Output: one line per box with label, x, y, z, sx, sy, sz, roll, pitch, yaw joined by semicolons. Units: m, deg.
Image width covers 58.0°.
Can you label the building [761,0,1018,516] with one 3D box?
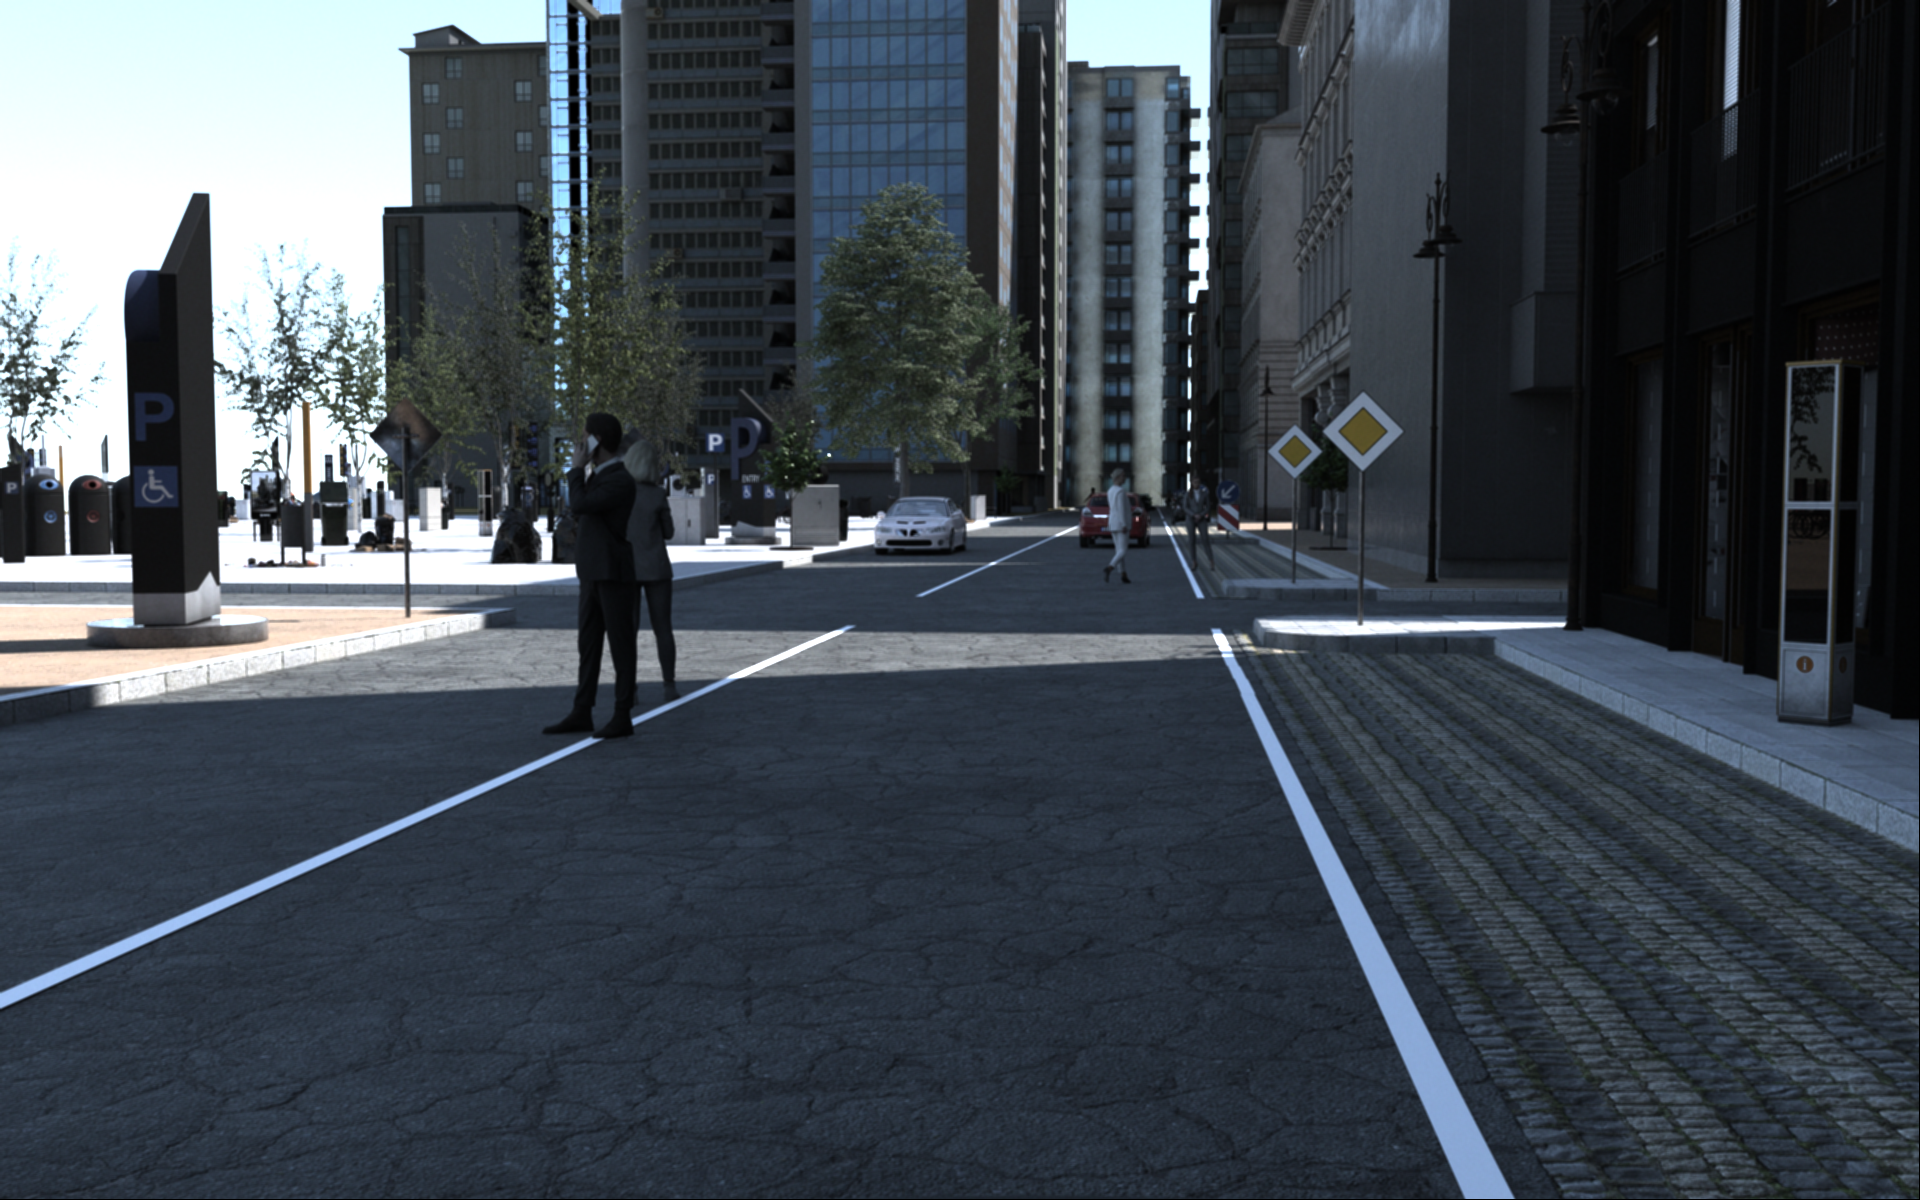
building;-3.839;-27.997;107.869;14.600;45.320;14.200;0;4;6

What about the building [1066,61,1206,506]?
building;11.449;-35.170;194.634;30.456;49.044;23.786;0;4;6

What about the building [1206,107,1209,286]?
building;42.329;-34.939;190.861;30.456;49.044;23.786;0;4;6

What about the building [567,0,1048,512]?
building;-9.955;-26.682;128.133;32.217;40.220;23.993;0;4;6

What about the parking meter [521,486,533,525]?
parking meter;-14.019;-2.917;56.112;0.372;1.533;0.369;0;3;0

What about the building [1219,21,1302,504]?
building;23.494;-20.661;109.507;14.160;30.474;14.107;0;4;6

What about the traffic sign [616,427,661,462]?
traffic sign;-4.853;-1.359;25.861;0.795;2.450;0.064;0;4;6

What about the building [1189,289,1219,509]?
building;35.380;-19.218;159.260;27.650;21.520;28.899;0;4;6

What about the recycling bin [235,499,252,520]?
recycling bin;-35.013;-4.428;84.949;0.722;1.027;0.722;1;4;17

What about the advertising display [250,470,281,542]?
advertising display;-18.774;-2.545;46.826;0.974;1.923;0.123;2;4;24

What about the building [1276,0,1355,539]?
building;16.437;-12.819;60.501;10.553;20.767;40.483;0;4;6

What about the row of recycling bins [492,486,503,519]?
row of recycling bins;-24.079;-5.013;89.070;1.069;1.692;3.534;-2;4;-24

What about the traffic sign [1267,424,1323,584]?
traffic sign;4.780;-1.293;24.781;0.795;2.450;0.064;0;4;6

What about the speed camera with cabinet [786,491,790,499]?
speed camera with cabinet;-7.337;-5.456;83.548;2.038;3.252;0.660;-1;4;-19

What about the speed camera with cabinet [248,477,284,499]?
speed camera with cabinet;-37.766;-6.118;94.372;0.660;3.252;2.038;2;4;30

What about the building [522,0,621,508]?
building;-26.469;-52.282;167.488;31.000;86.520;22.319;0;4;6

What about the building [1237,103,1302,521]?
building;19.660;-14.714;89.724;9.793;20.994;18.267;0;4;6

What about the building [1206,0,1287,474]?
building;32.591;-33.061;129.785;28.713;52.752;27.495;0;4;6

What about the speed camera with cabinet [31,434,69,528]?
speed camera with cabinet;-29.790;-3.879;57.765;2.038;3.252;0.660;-2;4;-34

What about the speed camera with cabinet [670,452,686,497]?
speed camera with cabinet;-13.956;-5.325;81.407;2.038;3.252;0.660;-1;4;-17

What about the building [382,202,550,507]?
building;-48.634;-24.679;175.209;14.107;30.474;14.160;0;4;6

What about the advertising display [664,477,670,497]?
advertising display;-11.389;-3.802;67.375;0.123;1.923;0.974;-1;4;-16

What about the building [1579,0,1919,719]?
building;11.264;-10.882;7.597;12.332;23.373;15.834;0;4;6

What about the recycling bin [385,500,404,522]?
recycling bin;-25.920;-4.095;79.504;0.722;1.027;0.722;-3;5;-40

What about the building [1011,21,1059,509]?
building;0.882;-28.283;146.029;14.154;41.232;14.086;0;4;6

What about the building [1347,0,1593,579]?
building;22.697;-12.862;29.356;30.058;24.678;14.314;0;4;6

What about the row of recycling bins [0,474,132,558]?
row of recycling bins;-18.676;-1.778;36.178;1.069;1.692;3.534;3;5;44

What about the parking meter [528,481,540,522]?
parking meter;-19.562;-4.510;79.445;0.399;1.863;0.255;1;4;9

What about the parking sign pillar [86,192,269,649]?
parking sign pillar;-6.784;-1.619;14.936;1.447;3.967;1.447;-1;4;-11

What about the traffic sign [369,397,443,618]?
traffic sign;-5.730;-0.874;17.924;0.795;2.450;0.064;0;4;6

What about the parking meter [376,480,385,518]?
parking meter;-24.621;-4.154;73.636;0.255;1.863;0.399;0;4;-3

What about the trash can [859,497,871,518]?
trash can;-5.115;-5.010;93.561;0.748;1.137;0.748;0;3;0

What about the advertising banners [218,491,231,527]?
advertising banners;-29.286;-4.330;66.980;2.074;3.025;0.090;0;4;0

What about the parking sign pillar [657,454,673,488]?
parking sign pillar;-16.287;-6.466;94.199;1.447;3.967;1.447;0;4;-3

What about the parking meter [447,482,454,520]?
parking meter;-25.344;-4.910;85.988;0.399;1.863;0.255;0;4;-5

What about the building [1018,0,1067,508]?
building;-0.424;-44.535;166.405;20.611;71.187;20.563;0;4;6

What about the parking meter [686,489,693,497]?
parking meter;-14.314;-5.092;91.657;0.372;1.533;0.369;0;3;0

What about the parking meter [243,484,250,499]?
parking meter;-39.447;-5.517;95.920;0.399;1.863;0.255;1;4;19

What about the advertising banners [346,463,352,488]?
advertising banners;-33.439;-6.117;96.206;2.074;3.025;0.090;2;4;34

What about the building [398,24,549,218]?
building;-46.088;-37.542;203.053;27.495;52.752;28.713;0;4;6

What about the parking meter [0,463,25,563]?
parking meter;-17.640;-1.620;32.197;0.399;1.863;0.255;-2;4;-32

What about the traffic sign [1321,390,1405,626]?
traffic sign;3.904;-0.807;16.844;0.795;2.450;0.064;0;4;6

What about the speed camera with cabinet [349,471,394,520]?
speed camera with cabinet;-29.498;-5.659;86.853;2.038;3.252;0.660;0;4;2
